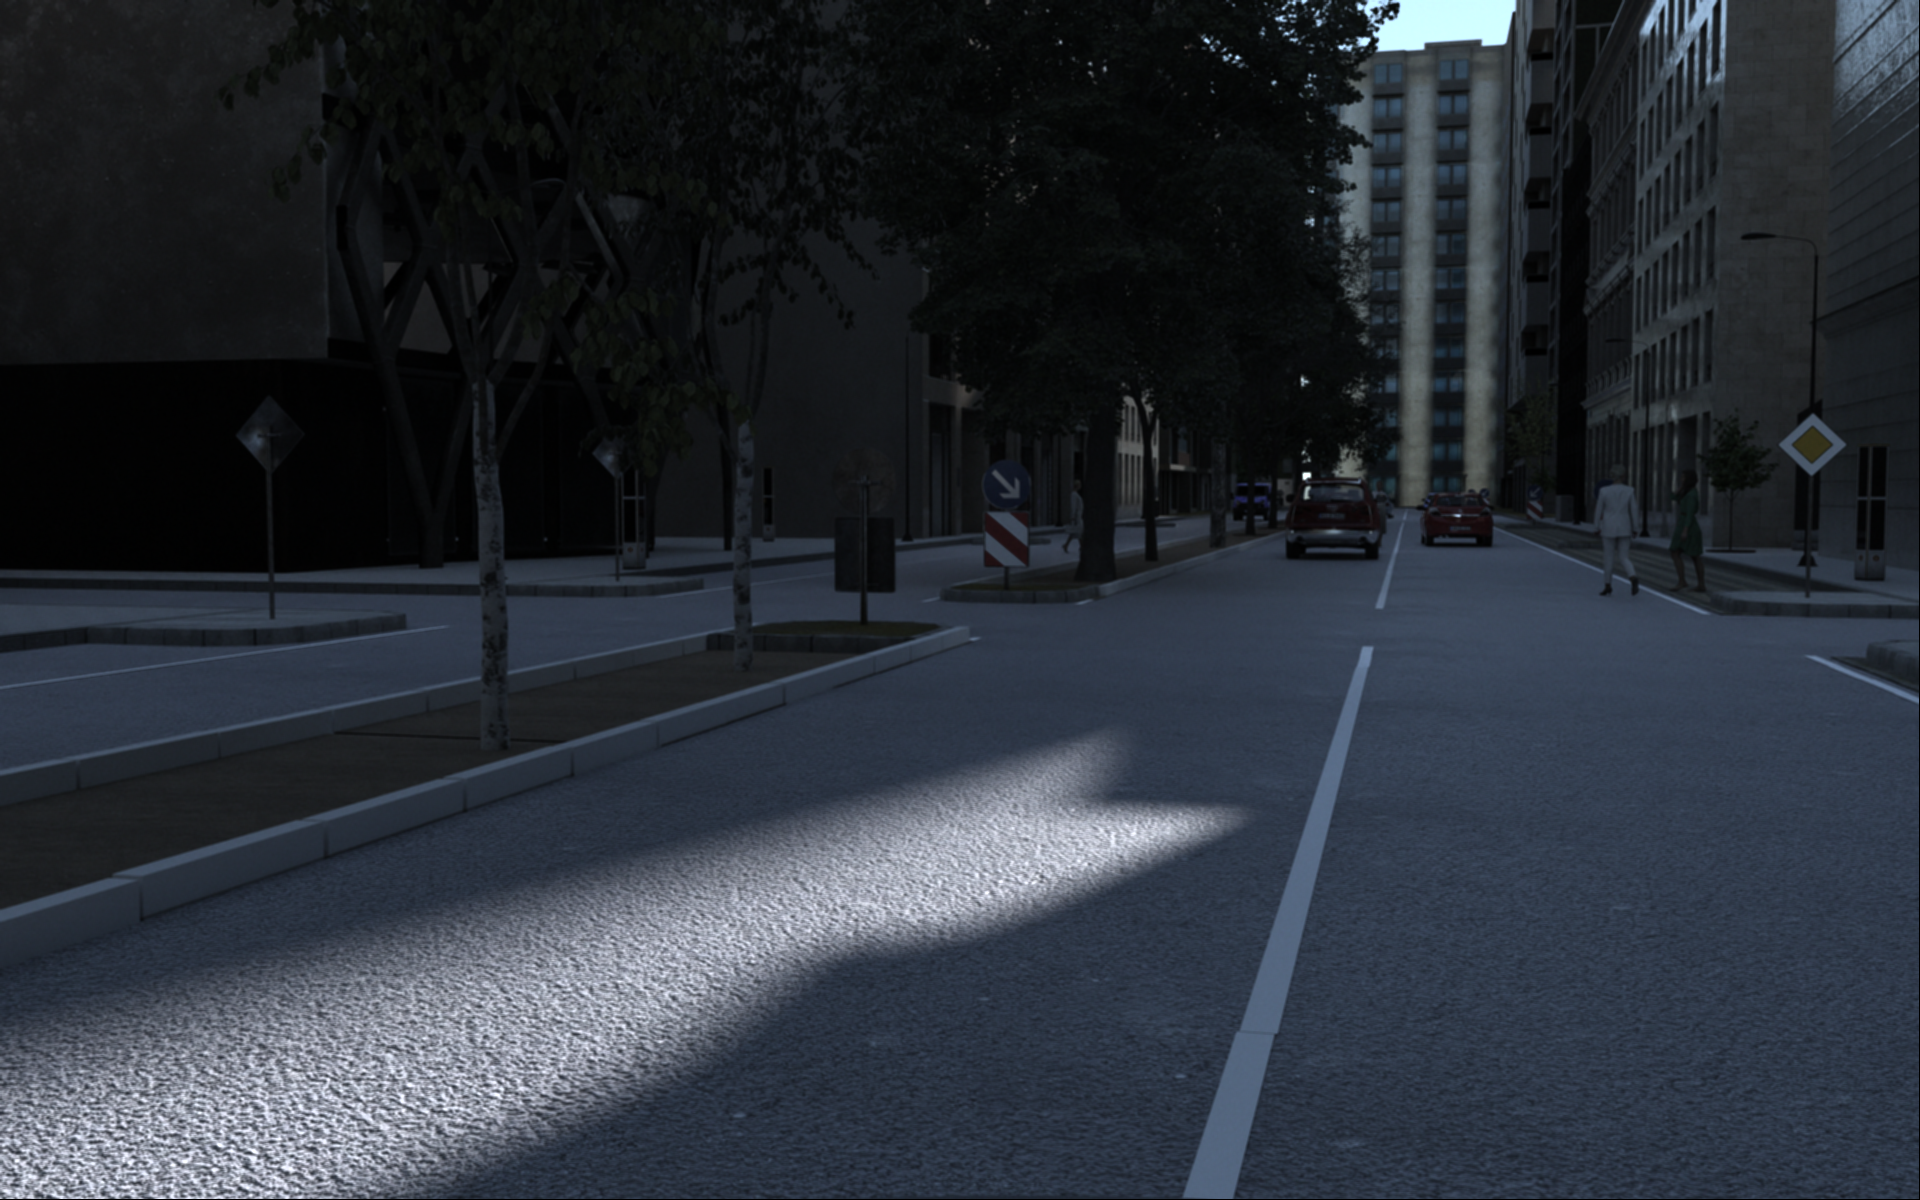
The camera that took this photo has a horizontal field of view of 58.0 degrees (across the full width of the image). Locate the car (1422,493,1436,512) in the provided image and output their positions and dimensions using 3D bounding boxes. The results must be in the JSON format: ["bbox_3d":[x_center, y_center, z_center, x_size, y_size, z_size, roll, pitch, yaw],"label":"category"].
[{"bbox_3d":[31.764,-6.472,115.414,1.945,1.707,3.694,1,4,14],"label":"car"}]

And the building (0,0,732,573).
[{"bbox_3d":[-13.819,-10.360,36.832,16.820,18.784,16.811,1,4,15],"label":"building"}]

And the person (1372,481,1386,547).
[{"bbox_3d":[11.385,-2.353,47.193,0.478,1.798,0.641,1,4,16],"label":"person"}]

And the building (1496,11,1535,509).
[{"bbox_3d":[56.672,-31.031,157.473,14.600,45.320,14.200,1,4,15],"label":"building"}]

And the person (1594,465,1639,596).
[{"bbox_3d":[9.200,-0.967,24.194,0.514,1.842,0.818,0,4,-7],"label":"person"}]

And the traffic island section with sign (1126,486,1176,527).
[{"bbox_3d":[8.383,-4.105,75.744,1.989,1.847,2.006,1,4,15],"label":"traffic island section with sign"}]

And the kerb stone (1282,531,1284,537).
[{"bbox_3d":[10.387,-2.095,56.455,0.120,0.150,1.000,1,4,15],"label":"kerb stone"}]

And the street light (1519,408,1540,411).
[{"bbox_3d":[30.825,-7.387,93.325,1.470,5.913,1.316,1,4,15],"label":"street light"}]

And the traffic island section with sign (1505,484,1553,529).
[{"bbox_3d":[23.644,-3.861,71.760,1.989,1.847,2.006,1,4,15],"label":"traffic island section with sign"}]

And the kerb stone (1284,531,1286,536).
[{"bbox_3d":[10.645,-2.151,57.447,0.120,0.150,1.000,1,4,15],"label":"kerb stone"}]

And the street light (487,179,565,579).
[{"bbox_3d":[-6.492,-3.258,25.809,1.470,5.913,1.316,1,4,15],"label":"street light"}]

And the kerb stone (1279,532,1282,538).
[{"bbox_3d":[10.126,-2.033,55.463,0.120,0.150,1.000,1,4,15],"label":"kerb stone"}]

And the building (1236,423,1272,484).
[{"bbox_3d":[13.878,-19.501,163.880,28.899,21.520,27.650,1,4,15],"label":"building"}]

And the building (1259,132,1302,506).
[{"bbox_3d":[29.725,-30.825,187.586,14.086,41.232,14.154,1,4,15],"label":"building"}]

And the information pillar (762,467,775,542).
[{"bbox_3d":[-5.168,-2.586,46.773,0.304,2.012,0.304,0,3,0],"label":"information pillar"}]

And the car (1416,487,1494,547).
[{"bbox_3d":[13.979,-2.434,48.831,2.155,1.783,4.494,1,4,13],"label":"car"}]

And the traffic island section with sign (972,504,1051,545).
[{"bbox_3d":[1.530,-2.497,49.451,1.989,1.847,2.006,1,4,15],"label":"traffic island section with sign"}]

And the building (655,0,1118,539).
[{"bbox_3d":[-6.075,-16.086,67.522,19.350,26.468,34.151,1,4,15],"label":"building"}]

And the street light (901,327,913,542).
[{"bbox_3d":[-0.903,-4.526,46.547,1.470,5.913,1.316,1,4,15],"label":"street light"}]

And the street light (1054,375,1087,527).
[{"bbox_3d":[4.398,-5.799,67.360,1.470,5.913,1.316,1,4,15],"label":"street light"}]

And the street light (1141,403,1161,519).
[{"bbox_3d":[9.908,-7.072,88.160,1.470,5.913,1.316,1,4,15],"label":"street light"}]

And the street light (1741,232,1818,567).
[{"bbox_3d":[14.555,-3.562,30.782,1.470,5.913,1.316,1,4,15],"label":"street light"}]

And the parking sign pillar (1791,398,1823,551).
[{"bbox_3d":[19.728,-3.110,39.320,1.447,3.967,1.447,3,4,38],"label":"parking sign pillar"}]

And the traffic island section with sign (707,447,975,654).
[{"bbox_3d":[-1.098,-0.509,16.459,2.006,1.907,1.989,1,4,15],"label":"traffic island section with sign"}]

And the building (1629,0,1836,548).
[{"bbox_3d":[25.200,-11.806,47.776,10.420,20.320,16.860,1,4,15],"label":"building"}]

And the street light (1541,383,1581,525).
[{"bbox_3d":[25.330,-6.118,72.563,1.470,5.913,1.316,1,4,15],"label":"street light"}]

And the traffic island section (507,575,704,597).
[{"bbox_3d":[-5.060,-0.197,25.494,2.009,0.180,2.903,1,4,15],"label":"traffic island section"}]

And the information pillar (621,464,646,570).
[{"bbox_3d":[-5.551,-1.527,29.455,0.304,2.012,0.304,1,4,16],"label":"information pillar"}]

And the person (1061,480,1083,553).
[{"bbox_3d":[2.796,-2.032,42.070,0.624,1.780,0.694,1,4,18],"label":"person"}]

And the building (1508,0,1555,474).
[{"bbox_3d":[57.805,-33.389,135.147,28.713,52.752,27.495,1,4,15],"label":"building"}]

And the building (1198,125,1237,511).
[{"bbox_3d":[13.979,-22.223,135.044,14.160,30.474,14.107,1,4,15],"label":"building"}]

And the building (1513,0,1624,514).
[{"bbox_3d":[47.677,-41.198,111.837,20.563,71.187,20.611,1,4,15],"label":"building"}]

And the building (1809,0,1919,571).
[{"bbox_3d":[36.572,-15.024,22.051,44.131,29.872,17.030,1,4,15],"label":"building"}]

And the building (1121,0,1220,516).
[{"bbox_3d":[5.321,-28.139,114.695,22.147,44.769,28.867,1,4,15],"label":"building"}]

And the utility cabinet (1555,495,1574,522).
[{"bbox_3d":[27.684,-4.165,79.267,1.020,1.237,0.306,-3,4,-37],"label":"utility cabinet"}]

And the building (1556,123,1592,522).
[{"bbox_3d":[36.097,-15.528,83.564,12.332,23.373,15.834,1,4,15],"label":"building"}]

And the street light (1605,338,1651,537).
[{"bbox_3d":[19.883,-4.835,51.588,1.470,5.913,1.316,1,4,15],"label":"street light"}]

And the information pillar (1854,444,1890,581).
[{"bbox_3d":[13.500,-1.294,25.648,0.304,2.012,0.304,0,4,-5],"label":"information pillar"}]

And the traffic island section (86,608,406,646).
[{"bbox_3d":[-7.073,0.276,17.766,2.009,0.180,2.903,1,4,15],"label":"traffic island section"}]

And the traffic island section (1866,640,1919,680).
[{"bbox_3d":[8.499,0.524,13.719,2.009,0.180,2.903,1,4,15],"label":"traffic island section"}]

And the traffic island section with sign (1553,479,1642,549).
[{"bbox_3d":[16.848,-2.266,45.672,1.989,1.847,2.006,1,4,15],"label":"traffic island section with sign"}]

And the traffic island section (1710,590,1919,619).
[{"bbox_3d":[10.512,0.051,21.447,2.009,0.180,2.903,1,4,15],"label":"traffic island section"}]

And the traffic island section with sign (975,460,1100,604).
[{"bbox_3d":[0.779,-0.947,23.625,2.006,1.907,1.989,1,4,15],"label":"traffic island section with sign"}]

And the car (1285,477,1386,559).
[{"bbox_3d":[8.617,-1.907,39.846,2.281,1.827,5.304,1,4,14],"label":"car"}]

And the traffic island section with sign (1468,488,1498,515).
[{"bbox_3d":[36.269,-6.827,120.242,1.989,1.847,2.006,1,4,15],"label":"traffic island section with sign"}]

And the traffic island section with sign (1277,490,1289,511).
[{"bbox_3d":[27.840,-8.672,150.411,1.989,1.847,2.006,1,4,15],"label":"traffic island section with sign"}]

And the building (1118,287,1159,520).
[{"bbox_3d":[4.183,-14.483,91.547,10.420,20.320,16.860,1,4,15],"label":"building"}]

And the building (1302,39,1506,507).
[{"bbox_3d":[52.364,-34.637,185.920,30.456,49.044,23.786,1,4,15],"label":"building"}]

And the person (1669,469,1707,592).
[{"bbox_3d":[10.617,-1.007,25.213,0.529,1.795,0.600,1,4,14],"label":"person"}]

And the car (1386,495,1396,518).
[{"bbox_3d":[25.018,-5.605,103.637,2.014,1.417,4.499,1,4,16],"label":"car"}]

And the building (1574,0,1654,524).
[{"bbox_3d":[30.313,-14.057,65.981,11.583,22.565,21.152,1,4,15],"label":"building"}]
